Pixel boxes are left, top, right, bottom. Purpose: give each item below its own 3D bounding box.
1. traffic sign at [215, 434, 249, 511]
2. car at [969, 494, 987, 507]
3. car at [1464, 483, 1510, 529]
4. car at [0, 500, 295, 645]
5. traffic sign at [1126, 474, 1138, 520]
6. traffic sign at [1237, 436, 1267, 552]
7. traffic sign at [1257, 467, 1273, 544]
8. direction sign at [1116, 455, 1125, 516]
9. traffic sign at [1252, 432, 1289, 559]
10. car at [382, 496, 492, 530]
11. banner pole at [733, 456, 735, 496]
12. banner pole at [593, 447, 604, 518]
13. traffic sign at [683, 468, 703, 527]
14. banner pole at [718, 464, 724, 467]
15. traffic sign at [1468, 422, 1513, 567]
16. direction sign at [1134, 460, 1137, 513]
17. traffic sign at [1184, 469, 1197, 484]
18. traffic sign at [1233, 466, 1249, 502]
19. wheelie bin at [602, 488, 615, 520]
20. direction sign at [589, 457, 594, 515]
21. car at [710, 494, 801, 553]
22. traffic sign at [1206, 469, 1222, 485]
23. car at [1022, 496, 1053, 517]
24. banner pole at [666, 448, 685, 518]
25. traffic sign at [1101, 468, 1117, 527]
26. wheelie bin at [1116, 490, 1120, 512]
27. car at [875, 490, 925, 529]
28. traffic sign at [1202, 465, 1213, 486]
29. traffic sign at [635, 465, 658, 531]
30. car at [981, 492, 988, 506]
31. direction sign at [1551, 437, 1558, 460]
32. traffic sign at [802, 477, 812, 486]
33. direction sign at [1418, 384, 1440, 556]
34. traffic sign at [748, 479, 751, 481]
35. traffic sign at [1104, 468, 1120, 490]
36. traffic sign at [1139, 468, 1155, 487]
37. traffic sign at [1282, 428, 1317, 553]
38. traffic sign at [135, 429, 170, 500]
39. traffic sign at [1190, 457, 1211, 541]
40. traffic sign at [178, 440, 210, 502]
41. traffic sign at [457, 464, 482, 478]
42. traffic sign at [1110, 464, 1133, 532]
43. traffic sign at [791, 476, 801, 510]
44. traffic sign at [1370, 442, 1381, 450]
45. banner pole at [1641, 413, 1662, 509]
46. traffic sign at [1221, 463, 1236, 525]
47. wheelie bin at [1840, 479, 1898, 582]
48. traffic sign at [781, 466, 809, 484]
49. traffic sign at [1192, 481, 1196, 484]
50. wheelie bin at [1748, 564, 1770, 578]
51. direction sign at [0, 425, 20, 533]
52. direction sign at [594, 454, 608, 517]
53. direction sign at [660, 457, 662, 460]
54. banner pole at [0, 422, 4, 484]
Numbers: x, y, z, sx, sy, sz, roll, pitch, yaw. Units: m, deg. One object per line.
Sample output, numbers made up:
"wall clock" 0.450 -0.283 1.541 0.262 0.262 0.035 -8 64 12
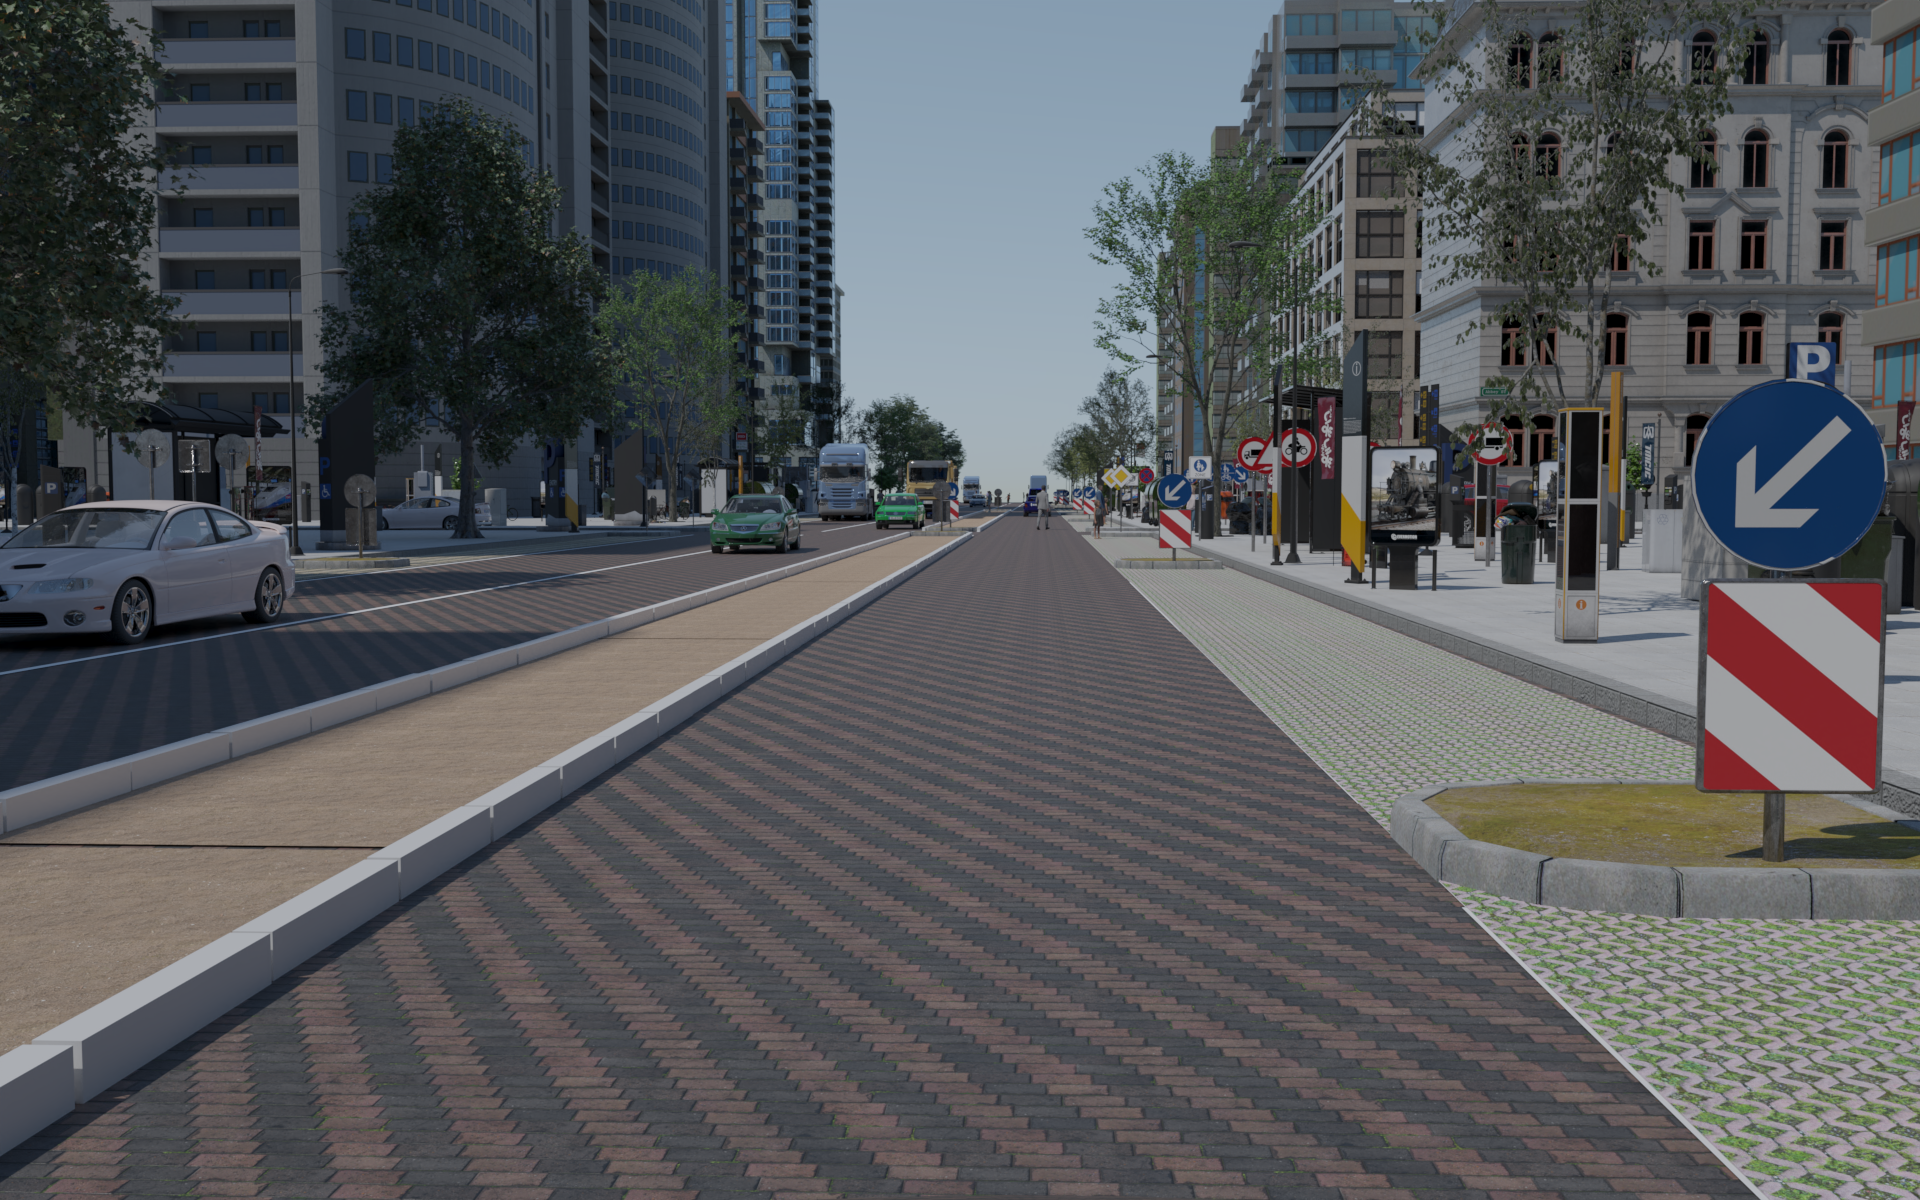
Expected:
"traffic sign" -15.415 -2.237 36.677 0.768 2.556 0.104 0 4 6
"car" 1.973 -10.808 188.705 2.014 1.417 4.499 0 4 3
"car" 19.251 -3.251 61.832 5.304 1.827 2.281 0 4 3
"car" -8.658 -0.344 17.989 2.083 1.381 4.827 0 4 4
"traffic sign" 8.488 -5.099 85.501 0.606 2.300 0.079 0 4 5
"traffic sign" 6.521 -2.344 38.437 0.768 2.556 0.104 0 4 6
"traffic sign" 7.880 -2.727 44.692 0.768 2.556 0.104 0 4 4
"direction sign" 9.365 -6.676 101.146 0.379 3.537 0.876 -2 4 -26
"traffic sign" 6.197 -2.087 34.119 0.884 2.594 0.081 1 4 10
"car" -20.020 -3.214 64.904 4.827 1.381 2.083 0 4 4
"banner pole" -14.973 -7.623 114.655 0.401 3.779 0.863 0 4 2
"banner pole" -19.117 -6.233 91.923 0.401 3.779 0.863 3 5 42
"traffic sign" -10.367 -3.893 67.296 0.795 2.450 0.064 0 4 3
"banner pole" -17.098 -8.273 125.284 0.863 3.779 0.401 -1 4 -8
"traffic sign" 9.308 -1.857 30.468 0.768 2.556 0.104 1 4 12
"direction sign" 11.773 -7.600 116.259 0.379 3.537 0.876 1 4 12
"traffic sign" 11.408 -5.258 86.077 0.768 2.556 0.104 0 4 5
"traffic sign" 12.904 -4.869 79.719 0.768 2.556 0.104 0 4 4
"wheelie bin" -17.279 -4.749 85.554 0.693 1.594 0.980 2 4 35
"direction sign" -22.701 -7.063 107.481 0.379 3.537 0.876 2 4 28
"car" -5.069 -1.927 43.300 2.131 1.459 4.920 0 4 1
"traffic sign" 10.163 -4.265 69.832 0.768 2.556 0.104 0 4 4
"car" 4.928 -5.970 110.185 1.945 1.354 3.894 0 4 4
"banner pole" -15.656 -6.396 94.587 0.863 3.779 0.401 -2 4 -33
"traffic sign" 5.810 -3.847 66.540 0.795 2.450 0.064 0 4 3
"wheelie bin" 11.766 -7.191 125.487 0.980 1.594 0.693 1 4 13
"car" -2.443 -3.839 71.557 1.959 1.807 4.718 0 4 3
"traffic sign" 8.273 -3.604 59.034 0.768 2.556 0.104 0 4 8
"traffic sign" -10.731 -3.405 59.319 0.795 2.450 0.064 0 4 3
"car" 2.486 -11.762 202.532 2.015 1.641 3.980 0 4 2
"direction sign" 23.655 -4.672 68.386 0.379 3.537 0.876 -2 4 -24
"traffic sign" -11.193 -7.740 126.656 0.768 2.556 0.104 0 4 8
"direction sign" 9.737 -2.692 36.012 0.379 3.537 0.876 -1 4 -9
"traffic sign" -14.539 -7.261 120.844 0.606 2.300 0.079 1 4 12
"traffic sign" 12.532 -8.775 137.337 2.265 3.308 0.079 0 4 4
"traffic sign" 9.061 -5.139 84.127 0.768 2.556 0.104 1 4 11
"traffic sign" 6.442 -2.026 33.226 0.768 2.556 0.104 1 4 11
"traffic sign" -15.805 -2.065 33.876 0.768 2.556 0.104 0 4 8
"traffic sign" 6.569 -2.770 47.416 0.606 2.300 0.079 0 4 4
"traffic sign" -14.482 -1.874 32.774 0.606 2.300 0.079 0 4 4
"traffic sign" -16.475 -3.557 58.162 0.884 2.594 0.081 0 4 5
"traffic sign" 5.446 -3.359 58.563 0.795 2.450 0.064 0 4 3
"traffic sign" -11.528 -7.433 121.630 0.768 2.556 0.104 1 4 9
"traffic sign" 9.949 -2.568 42.096 0.768 2.556 0.104 0 4 7
"banner pole" 21.355 -3.880 53.448 0.401 3.779 0.863 -2 4 -29
"traffic sign" 11.033 -4.388 71.852 0.768 2.556 0.104 0 4 6
"wheelie bin" 8.486 -0.526 16.502 0.693 1.594 0.980 1 4 12
"traffic sign" -12.191 -8.157 127.243 2.265 3.308 0.079 1 4 9
"traffic sign" 12.206 -5.622 92.020 0.768 2.556 0.104 0 4 4
"wheelie bin" 11.211 -1.004 24.321 0.693 1.594 0.980 2 4 29
"direction sign" -31.440 -3.977 57.027 0.876 3.537 0.379 -1 4 -20
"direction sign" -20.317 -6.529 98.750 0.379 3.537 0.876 -3 5 -41
"direction sign" -18.118 -6.906 104.911 0.379 3.537 0.876 0 4 -1
"banner pole" -29.486 -3.835 52.713 0.401 3.779 0.863 2 4 32
